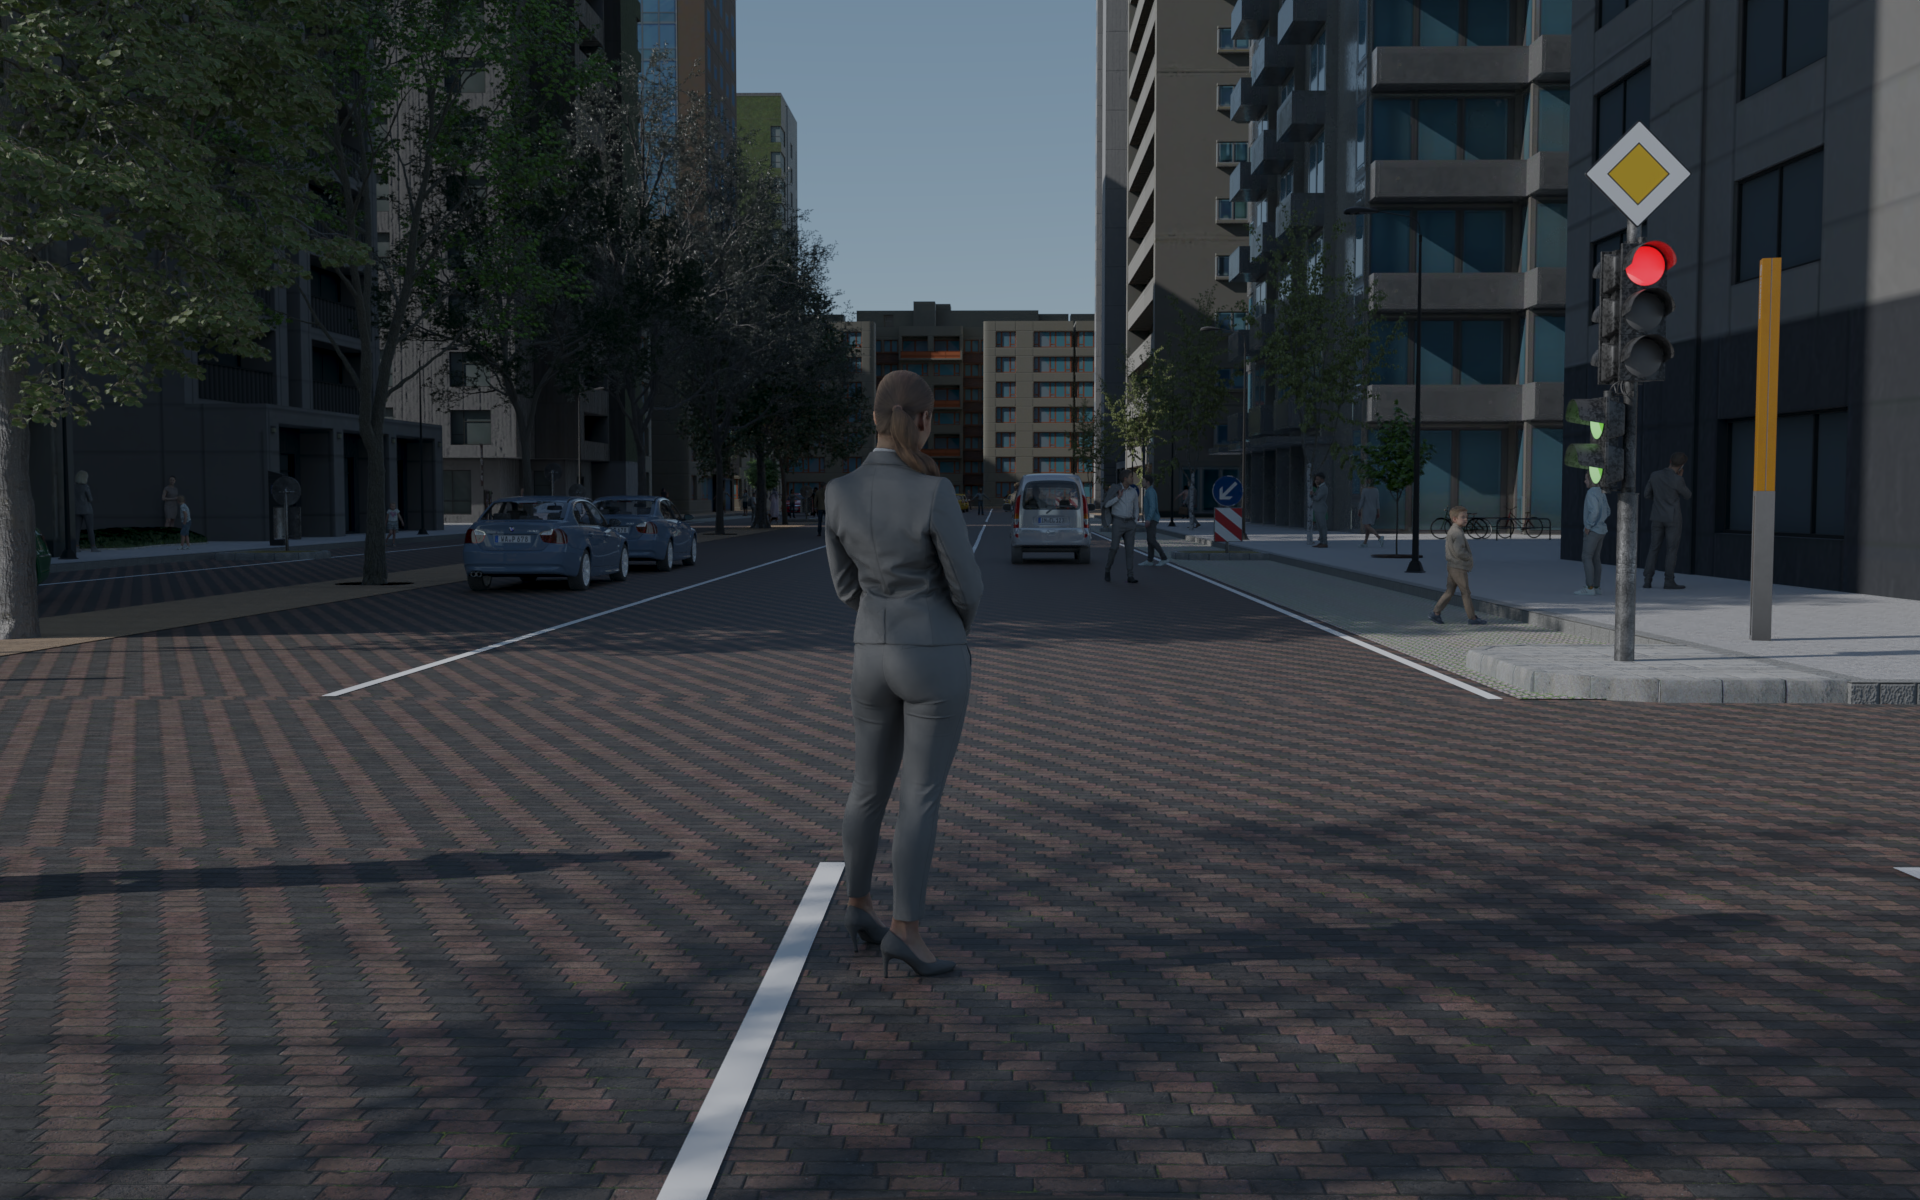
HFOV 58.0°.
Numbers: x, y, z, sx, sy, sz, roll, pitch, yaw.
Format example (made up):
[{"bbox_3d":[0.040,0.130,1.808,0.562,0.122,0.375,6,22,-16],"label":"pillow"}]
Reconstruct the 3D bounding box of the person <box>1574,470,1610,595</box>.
[{"bbox_3d":[8.087,-0.872,22.115,0.589,1.601,0.330,-3,5,-43],"label":"person"}]

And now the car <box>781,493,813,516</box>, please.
[{"bbox_3d":[-10.669,-6.423,114.064,2.155,1.783,4.494,0,4,2],"label":"car"}]

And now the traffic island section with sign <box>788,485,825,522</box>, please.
[{"bbox_3d":[-7.916,-4.911,88.431,2.006,1.907,1.989,0,4,1],"label":"traffic island section with sign"}]

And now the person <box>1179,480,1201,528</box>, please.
[{"bbox_3d":[8.713,-3.620,65.357,0.853,1.813,0.709,1,4,23],"label":"person"}]

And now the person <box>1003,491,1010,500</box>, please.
[{"bbox_3d":[4.322,-9.133,158.339,0.721,1.766,1.217,-2,4,-32],"label":"person"}]

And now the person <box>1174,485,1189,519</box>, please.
[{"bbox_3d":[11.747,-5.118,90.430,1.217,1.736,0.721,-1,4,-19],"label":"person"}]

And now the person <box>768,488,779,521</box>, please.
[{"bbox_3d":[-9.760,-5.010,91.074,0.621,1.740,0.551,2,4,35],"label":"person"}]

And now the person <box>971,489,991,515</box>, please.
[{"bbox_3d":[1.425,-6.696,118.070,1.350,1.814,0.705,-1,4,-9],"label":"person"}]

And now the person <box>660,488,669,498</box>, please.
[{"bbox_3d":[-16.952,-5.620,99.393,0.415,1.643,0.593,2,4,32],"label":"person"}]

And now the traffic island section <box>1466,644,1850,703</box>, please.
[{"bbox_3d":[5.131,0.548,13.322,2.009,0.180,2.903,0,4,1],"label":"traffic island section"}]

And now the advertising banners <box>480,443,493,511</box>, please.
[{"bbox_3d":[-16.641,-3.952,60.810,0.090,3.025,2.074,0,4,-5],"label":"advertising banners"}]

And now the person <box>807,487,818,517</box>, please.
[{"bbox_3d":[-8.863,-6.017,106.511,1.348,1.869,0.705,0,4,5],"label":"person"}]

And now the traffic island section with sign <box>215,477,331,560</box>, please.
[{"bbox_3d":[-15.123,-1.820,38.388,1.989,1.847,2.006,0,4,1],"label":"traffic island section with sign"}]

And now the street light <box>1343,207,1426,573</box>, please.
[{"bbox_3d":[6.900,-3.401,28.156,1.470,5.913,1.316,0,4,1],"label":"street light"}]

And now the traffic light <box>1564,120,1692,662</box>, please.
[{"bbox_3d":[5.091,-1.486,13.209,0.839,4.253,0.868,0,4,1],"label":"traffic light"}]

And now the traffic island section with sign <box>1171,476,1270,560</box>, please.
[{"bbox_3d":[5.691,-1.805,38.143,1.989,1.847,2.006,0,4,1],"label":"traffic island section with sign"}]

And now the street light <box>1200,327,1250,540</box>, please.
[{"bbox_3d":[7.372,-4.628,48.205,1.470,5.913,1.316,0,4,1],"label":"street light"}]

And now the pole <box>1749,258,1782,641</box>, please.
[{"bbox_3d":[7.024,-1.300,15.106,0.158,3.312,0.155,0,3,0],"label":"pole"}]

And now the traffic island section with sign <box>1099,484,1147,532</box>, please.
[{"bbox_3d":[6.310,-3.486,65.629,1.989,1.847,2.006,0,4,1],"label":"traffic island section with sign"}]

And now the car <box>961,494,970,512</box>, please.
[{"bbox_3d":[-0.169,-7.944,140.104,2.015,1.641,3.980,0,4,-1],"label":"car"}]

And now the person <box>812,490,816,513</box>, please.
[{"bbox_3d":[-10.797,-7.260,127.912,1.217,1.735,0.721,-1,4,-16],"label":"person"}]

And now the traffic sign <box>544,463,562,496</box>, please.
[{"bbox_3d":[-16.435,-4.272,69.956,0.768,2.556,0.104,1,4,9],"label":"traffic sign"}]

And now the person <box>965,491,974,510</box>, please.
[{"bbox_3d":[0.800,-9.105,157.921,0.990,1.755,0.434,1,4,20],"label":"person"}]

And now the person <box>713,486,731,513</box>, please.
[{"bbox_3d":[-15.811,-6.691,115.435,1.348,1.824,0.705,1,4,19],"label":"person"}]

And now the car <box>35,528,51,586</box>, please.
[{"bbox_3d":[-13.017,-0.565,21.031,2.131,1.459,4.920,0,4,1],"label":"car"}]

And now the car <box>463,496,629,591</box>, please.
[{"bbox_3d":[-6.391,-0.918,27.005,2.014,1.417,4.499,0,4,1],"label":"car"}]

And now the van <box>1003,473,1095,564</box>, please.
[{"bbox_3d":[1.912,-1.834,36.999,2.013,2.044,4.112,0,4,2],"label":"van"}]

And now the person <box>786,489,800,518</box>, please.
[{"bbox_3d":[-9.948,-5.736,103.009,1.217,1.735,0.721,-2,4,-31],"label":"person"}]

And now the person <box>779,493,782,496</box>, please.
[{"bbox_3d":[-15.394,-8.818,150.083,0.599,1.838,0.709,-3,5,-39],"label":"person"}]

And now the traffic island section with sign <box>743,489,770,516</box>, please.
[{"bbox_3d":[-13.396,-6.546,115.651,1.989,1.847,2.006,0,4,1],"label":"traffic island section with sign"}]

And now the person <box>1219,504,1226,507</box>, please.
[{"bbox_3d":[9.622,-3.458,62.757,0.728,1.800,0.709,0,4,0],"label":"person"}]

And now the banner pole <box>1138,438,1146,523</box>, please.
[{"bbox_3d":[8.247,-5.358,77.618,0.401,3.779,0.863,1,4,15],"label":"banner pole"}]

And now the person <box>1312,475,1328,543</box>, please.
[{"bbox_3d":[9.291,-2.370,45.047,0.529,1.795,0.600,3,5,39],"label":"person"}]

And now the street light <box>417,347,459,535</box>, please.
[{"bbox_3d":[-16.457,-5.019,54.605,1.470,5.913,1.316,0,4,1],"label":"street light"}]

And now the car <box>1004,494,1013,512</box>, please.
[{"bbox_3d":[4.541,-8.017,141.301,2.015,1.641,3.980,0,4,3],"label":"car"}]

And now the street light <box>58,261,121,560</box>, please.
[{"bbox_3d":[-17.018,-3.753,33.908,1.470,5.913,1.316,0,4,1],"label":"street light"}]

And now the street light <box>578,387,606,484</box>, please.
[{"bbox_3d":[-16.023,-6.294,75.442,1.470,5.913,1.316,0,4,1],"label":"street light"}]

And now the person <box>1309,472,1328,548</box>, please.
[{"bbox_3d":[8.575,-2.156,41.476,0.466,1.800,0.511,-1,4,-14],"label":"person"}]

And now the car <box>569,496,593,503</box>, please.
[{"bbox_3d":[-11.196,-2.227,48.781,2.083,1.381,4.827,0,3,0],"label":"car"}]

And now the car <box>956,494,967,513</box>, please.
[{"bbox_3d":[-0.454,-7.617,134.766,2.015,1.641,3.980,0,4,-1],"label":"car"}]

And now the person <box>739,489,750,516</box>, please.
[{"bbox_3d":[-13.925,-6.266,111.741,0.721,1.735,1.217,-3,5,-43],"label":"person"}]

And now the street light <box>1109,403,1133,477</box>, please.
[{"bbox_3d":[8.251,-7.080,88.304,1.470,5.913,1.316,0,4,1],"label":"street light"}]

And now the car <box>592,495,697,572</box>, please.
[{"bbox_3d":[-6.202,-1.301,33.282,2.014,1.417,4.499,0,4,1],"label":"car"}]

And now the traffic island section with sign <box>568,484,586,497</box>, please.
[{"bbox_3d":[-14.519,-3.468,65.337,1.989,1.847,2.006,0,4,1],"label":"traffic island section with sign"}]

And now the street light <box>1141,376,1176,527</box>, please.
[{"bbox_3d":[7.832,-5.854,68.254,1.470,5.913,1.316,0,4,1],"label":"street light"}]
